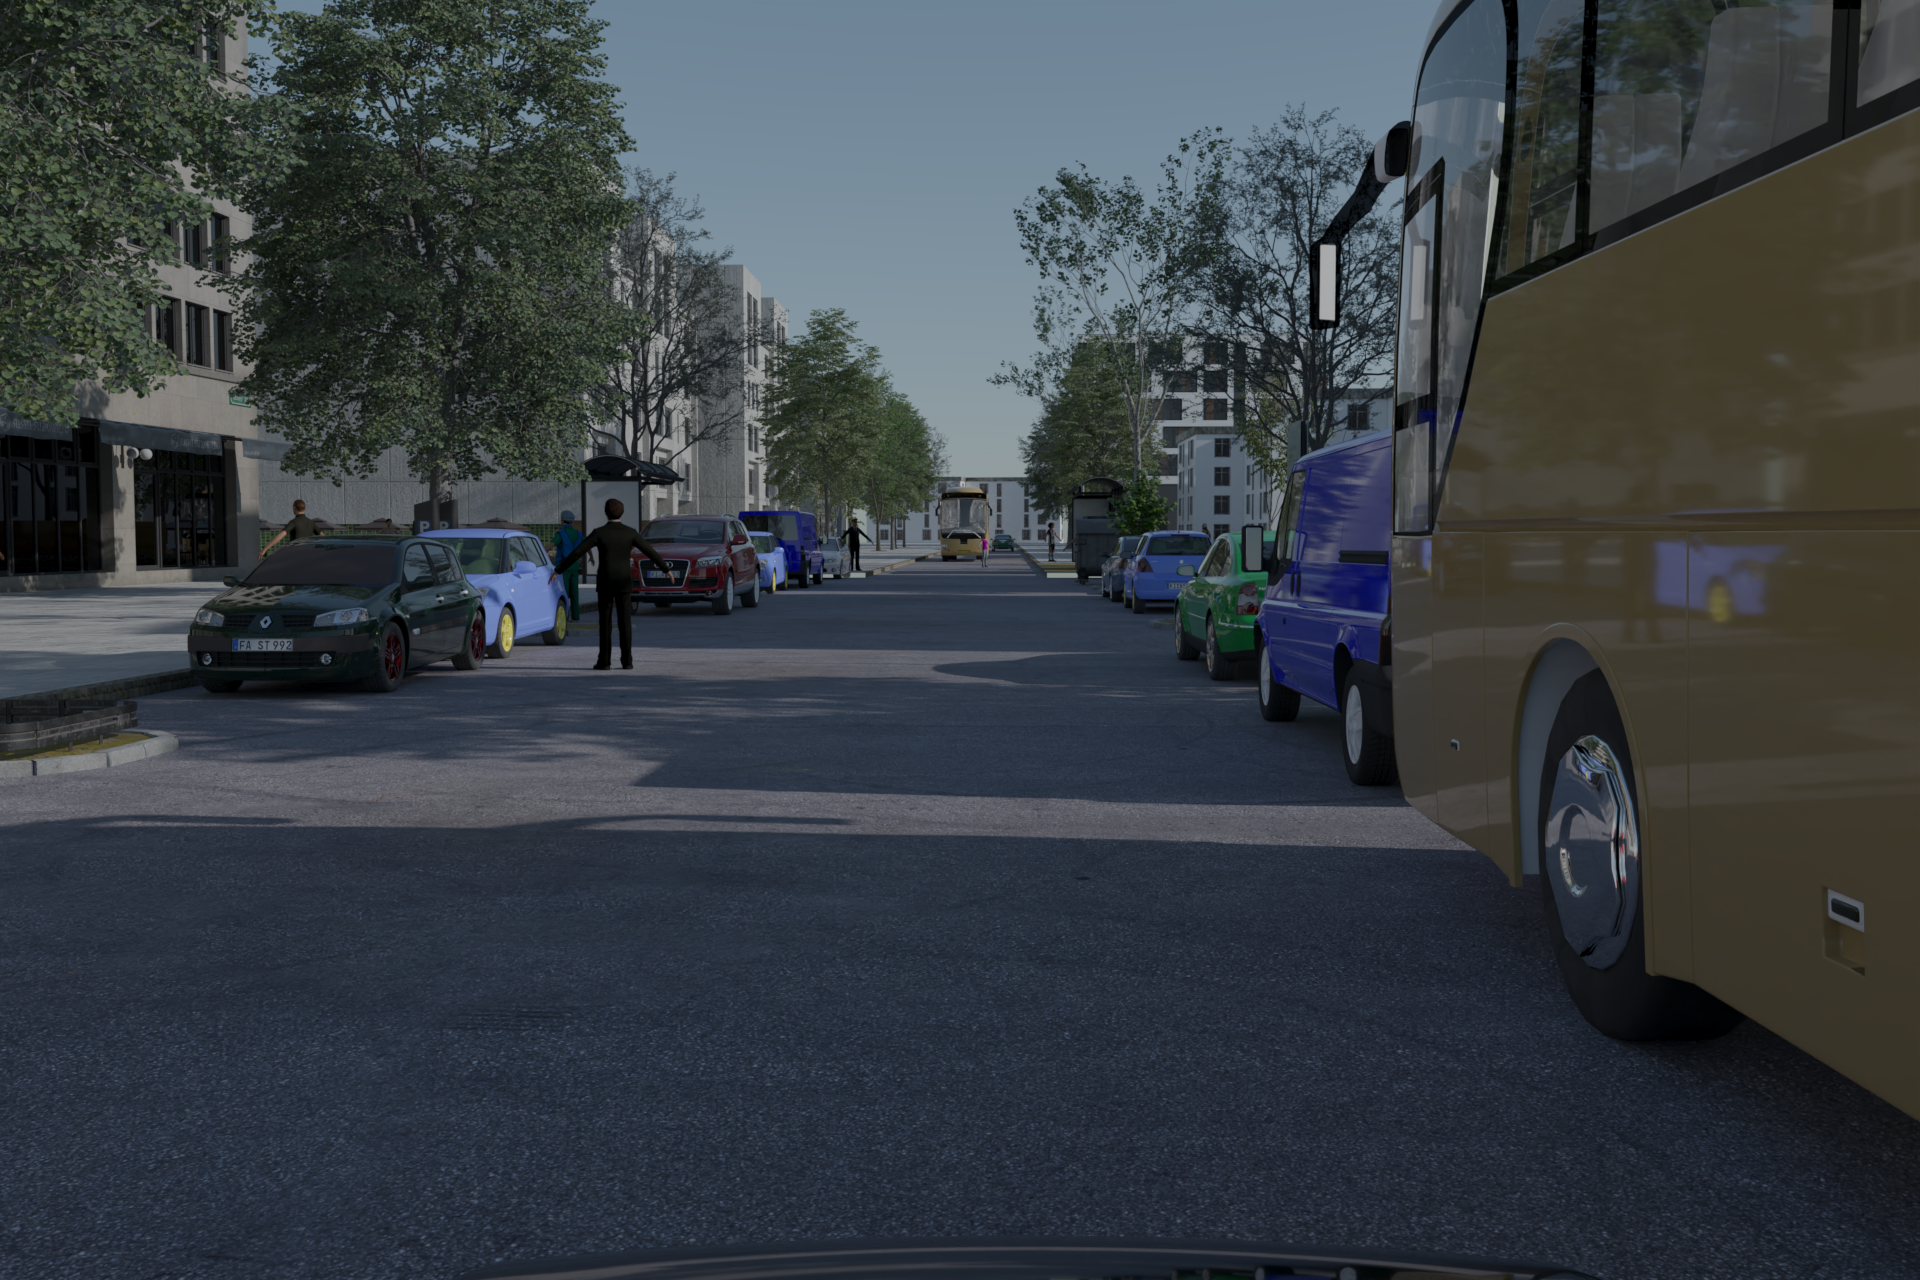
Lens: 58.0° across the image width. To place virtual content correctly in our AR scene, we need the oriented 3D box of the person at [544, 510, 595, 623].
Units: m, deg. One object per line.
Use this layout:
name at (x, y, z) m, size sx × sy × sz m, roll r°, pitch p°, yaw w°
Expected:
person at (-6.359, -1.186, 27.973) m, size 0.704 × 1.817 × 1.347 m, roll 2°, pitch 4°, yaw 34°

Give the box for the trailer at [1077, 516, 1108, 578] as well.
trailer at (4.532, -3.042, 56.788) m, size 1.471 × 1.999 × 3.904 m, roll 0°, pitch 4°, yaw 1°

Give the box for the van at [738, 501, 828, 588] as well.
van at (-4.888, -2.634, 47.453) m, size 2.240 × 2.365 × 5.245 m, roll 0°, pitch 4°, yaw 2°

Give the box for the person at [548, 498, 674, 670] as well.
person at (-3.663, -0.592, 18.316) m, size 1.347 × 1.806 × 0.705 m, roll -2°, pitch 4°, yaw -24°

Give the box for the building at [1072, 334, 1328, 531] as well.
building at (26.253, -21.352, 193.082) m, size 27.936 × 21.610 × 32.646 m, roll 0°, pitch 4°, yaw 1°

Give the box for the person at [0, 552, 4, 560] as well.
person at (-14.681, -1.183, 25.405) m, size 0.705 × 1.821 × 1.348 m, roll 1°, pitch 4°, yaw 21°

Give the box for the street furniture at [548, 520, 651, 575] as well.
street furniture at (-11.781, -3.078, 57.176) m, size 9.812 × 1.723 × 11.010 m, roll 0°, pitch 4°, yaw -1°

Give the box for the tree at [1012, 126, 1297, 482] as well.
tree at (9.625, -13.687, 79.678) m, size 12.611 × 20.169 × 13.585 m, roll 0°, pitch 3°, yaw 0°

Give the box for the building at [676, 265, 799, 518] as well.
building at (-22.232, -16.107, 129.814) m, size 16.747 × 18.905 × 31.486 m, roll 0°, pitch 4°, yaw 1°

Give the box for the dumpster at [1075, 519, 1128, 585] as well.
dumpster at (4.168, -2.507, 49.200) m, size 1.865 × 1.857 × 1.264 m, roll 0°, pitch 4°, yaw 1°

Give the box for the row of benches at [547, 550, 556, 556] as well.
row of benches at (-15.911, -3.179, 67.443) m, size 1.422 × 0.672 × 4.104 m, roll 2°, pitch 4°, yaw 27°

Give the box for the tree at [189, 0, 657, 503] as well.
tree at (-10.863, -7.919, 36.132) m, size 9.857 × 13.997 × 8.962 m, roll 0°, pitch 3°, yaw 0°

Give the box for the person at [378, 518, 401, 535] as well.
person at (-16.539, -2.656, 50.229) m, size 1.217 × 1.737 × 0.721 m, roll -2°, pitch 4°, yaw -24°

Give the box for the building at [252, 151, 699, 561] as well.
building at (-25.580, -14.051, 96.185) m, size 16.747 × 18.905 × 31.486 m, roll 0°, pitch 4°, yaw 1°

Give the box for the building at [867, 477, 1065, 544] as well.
building at (0.920, -18.839, 252.617) m, size 28.070 × 9.664 × 9.099 m, roll 1°, pitch 4°, yaw 11°

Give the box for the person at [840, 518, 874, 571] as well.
person at (-3.658, -3.332, 60.414) m, size 1.347 × 1.837 × 0.705 m, roll -2°, pitch 4°, yaw -28°

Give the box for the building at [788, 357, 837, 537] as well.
building at (-23.076, -21.323, 179.551) m, size 19.493 × 23.208 × 18.063 m, roll 0°, pitch 4°, yaw 2°

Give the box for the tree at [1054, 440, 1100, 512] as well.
tree at (8.808, -10.579, 123.336) m, size 4.737 × 8.622 × 4.395 m, roll 0°, pitch 3°, yaw 0°

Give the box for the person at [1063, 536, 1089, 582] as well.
person at (3.645, -2.643, 51.529) m, size 1.347 × 1.847 × 0.705 m, roll -3°, pitch 4°, yaw -36°

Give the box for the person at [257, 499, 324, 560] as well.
person at (-9.963, -1.217, 26.120) m, size 0.705 × 1.803 × 1.348 m, roll 2°, pitch 4°, yaw 31°

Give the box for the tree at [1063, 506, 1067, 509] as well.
tree at (10.380, -12.810, 159.808) m, size 4.737 × 8.622 × 4.395 m, roll 0°, pitch 3°, yaw 0°

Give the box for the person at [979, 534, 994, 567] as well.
person at (1.108, -3.829, 74.320) m, size 0.599 × 1.433 × 0.991 m, roll 3°, pitch 5°, yaw 40°

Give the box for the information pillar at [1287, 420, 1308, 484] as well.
information pillar at (7.105, -2.766, 36.539) m, size 0.184 × 3.620 × 1.656 m, roll 0°, pitch 4°, yaw 2°

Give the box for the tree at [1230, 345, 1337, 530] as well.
tree at (12.319, -7.166, 67.525) m, size 4.737 × 8.622 × 4.395 m, roll 0°, pitch 3°, yaw 0°

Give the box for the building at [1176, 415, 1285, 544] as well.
building at (22.778, -11.791, 134.923) m, size 9.099 × 9.664 × 28.070 m, roll 0°, pitch 4°, yaw 1°

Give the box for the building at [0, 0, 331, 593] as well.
building at (-30.413, -14.187, 34.118) m, size 24.374 × 26.755 × 37.873 m, roll 0°, pitch 4°, yaw 2°

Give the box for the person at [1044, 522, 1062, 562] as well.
person at (4.277, -4.545, 80.457) m, size 0.704 × 1.843 × 1.345 m, roll 3°, pitch 4°, yaw 38°

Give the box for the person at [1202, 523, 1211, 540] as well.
person at (12.948, -5.264, 91.837) m, size 0.705 × 1.858 × 1.354 m, roll 3°, pitch 5°, yaw 42°

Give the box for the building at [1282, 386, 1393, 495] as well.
building at (25.274, -9.644, 99.821) m, size 9.099 × 9.664 × 28.070 m, roll 0°, pitch 4°, yaw 2°

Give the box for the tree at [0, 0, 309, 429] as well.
tree at (-12.058, -6.876, 19.086) m, size 9.857 × 13.997 × 8.962 m, roll 0°, pitch 3°, yaw 0°

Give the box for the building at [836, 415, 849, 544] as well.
building at (-22.710, -21.005, 209.896) m, size 16.747 × 18.905 × 31.486 m, roll 0°, pitch 4°, yaw 1°

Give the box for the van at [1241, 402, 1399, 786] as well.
van at (3.210, -0.435, 11.493) m, size 2.240 × 2.365 × 5.245 m, roll 0°, pitch 4°, yaw 1°

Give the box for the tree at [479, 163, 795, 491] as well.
tree at (-10.639, -8.956, 56.804) m, size 12.009 × 13.543 × 11.850 m, roll 0°, pitch 3°, yaw 0°

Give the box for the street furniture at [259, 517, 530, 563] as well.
street furniture at (-32.175, -3.906, 68.897) m, size 27.439 × 1.986 × 14.083 m, roll 1°, pitch 4°, yaw 10°

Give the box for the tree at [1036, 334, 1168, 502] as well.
tree at (8.025, -11.065, 99.042) m, size 7.486 × 12.596 × 7.792 m, roll 0°, pitch 3°, yaw 0°
